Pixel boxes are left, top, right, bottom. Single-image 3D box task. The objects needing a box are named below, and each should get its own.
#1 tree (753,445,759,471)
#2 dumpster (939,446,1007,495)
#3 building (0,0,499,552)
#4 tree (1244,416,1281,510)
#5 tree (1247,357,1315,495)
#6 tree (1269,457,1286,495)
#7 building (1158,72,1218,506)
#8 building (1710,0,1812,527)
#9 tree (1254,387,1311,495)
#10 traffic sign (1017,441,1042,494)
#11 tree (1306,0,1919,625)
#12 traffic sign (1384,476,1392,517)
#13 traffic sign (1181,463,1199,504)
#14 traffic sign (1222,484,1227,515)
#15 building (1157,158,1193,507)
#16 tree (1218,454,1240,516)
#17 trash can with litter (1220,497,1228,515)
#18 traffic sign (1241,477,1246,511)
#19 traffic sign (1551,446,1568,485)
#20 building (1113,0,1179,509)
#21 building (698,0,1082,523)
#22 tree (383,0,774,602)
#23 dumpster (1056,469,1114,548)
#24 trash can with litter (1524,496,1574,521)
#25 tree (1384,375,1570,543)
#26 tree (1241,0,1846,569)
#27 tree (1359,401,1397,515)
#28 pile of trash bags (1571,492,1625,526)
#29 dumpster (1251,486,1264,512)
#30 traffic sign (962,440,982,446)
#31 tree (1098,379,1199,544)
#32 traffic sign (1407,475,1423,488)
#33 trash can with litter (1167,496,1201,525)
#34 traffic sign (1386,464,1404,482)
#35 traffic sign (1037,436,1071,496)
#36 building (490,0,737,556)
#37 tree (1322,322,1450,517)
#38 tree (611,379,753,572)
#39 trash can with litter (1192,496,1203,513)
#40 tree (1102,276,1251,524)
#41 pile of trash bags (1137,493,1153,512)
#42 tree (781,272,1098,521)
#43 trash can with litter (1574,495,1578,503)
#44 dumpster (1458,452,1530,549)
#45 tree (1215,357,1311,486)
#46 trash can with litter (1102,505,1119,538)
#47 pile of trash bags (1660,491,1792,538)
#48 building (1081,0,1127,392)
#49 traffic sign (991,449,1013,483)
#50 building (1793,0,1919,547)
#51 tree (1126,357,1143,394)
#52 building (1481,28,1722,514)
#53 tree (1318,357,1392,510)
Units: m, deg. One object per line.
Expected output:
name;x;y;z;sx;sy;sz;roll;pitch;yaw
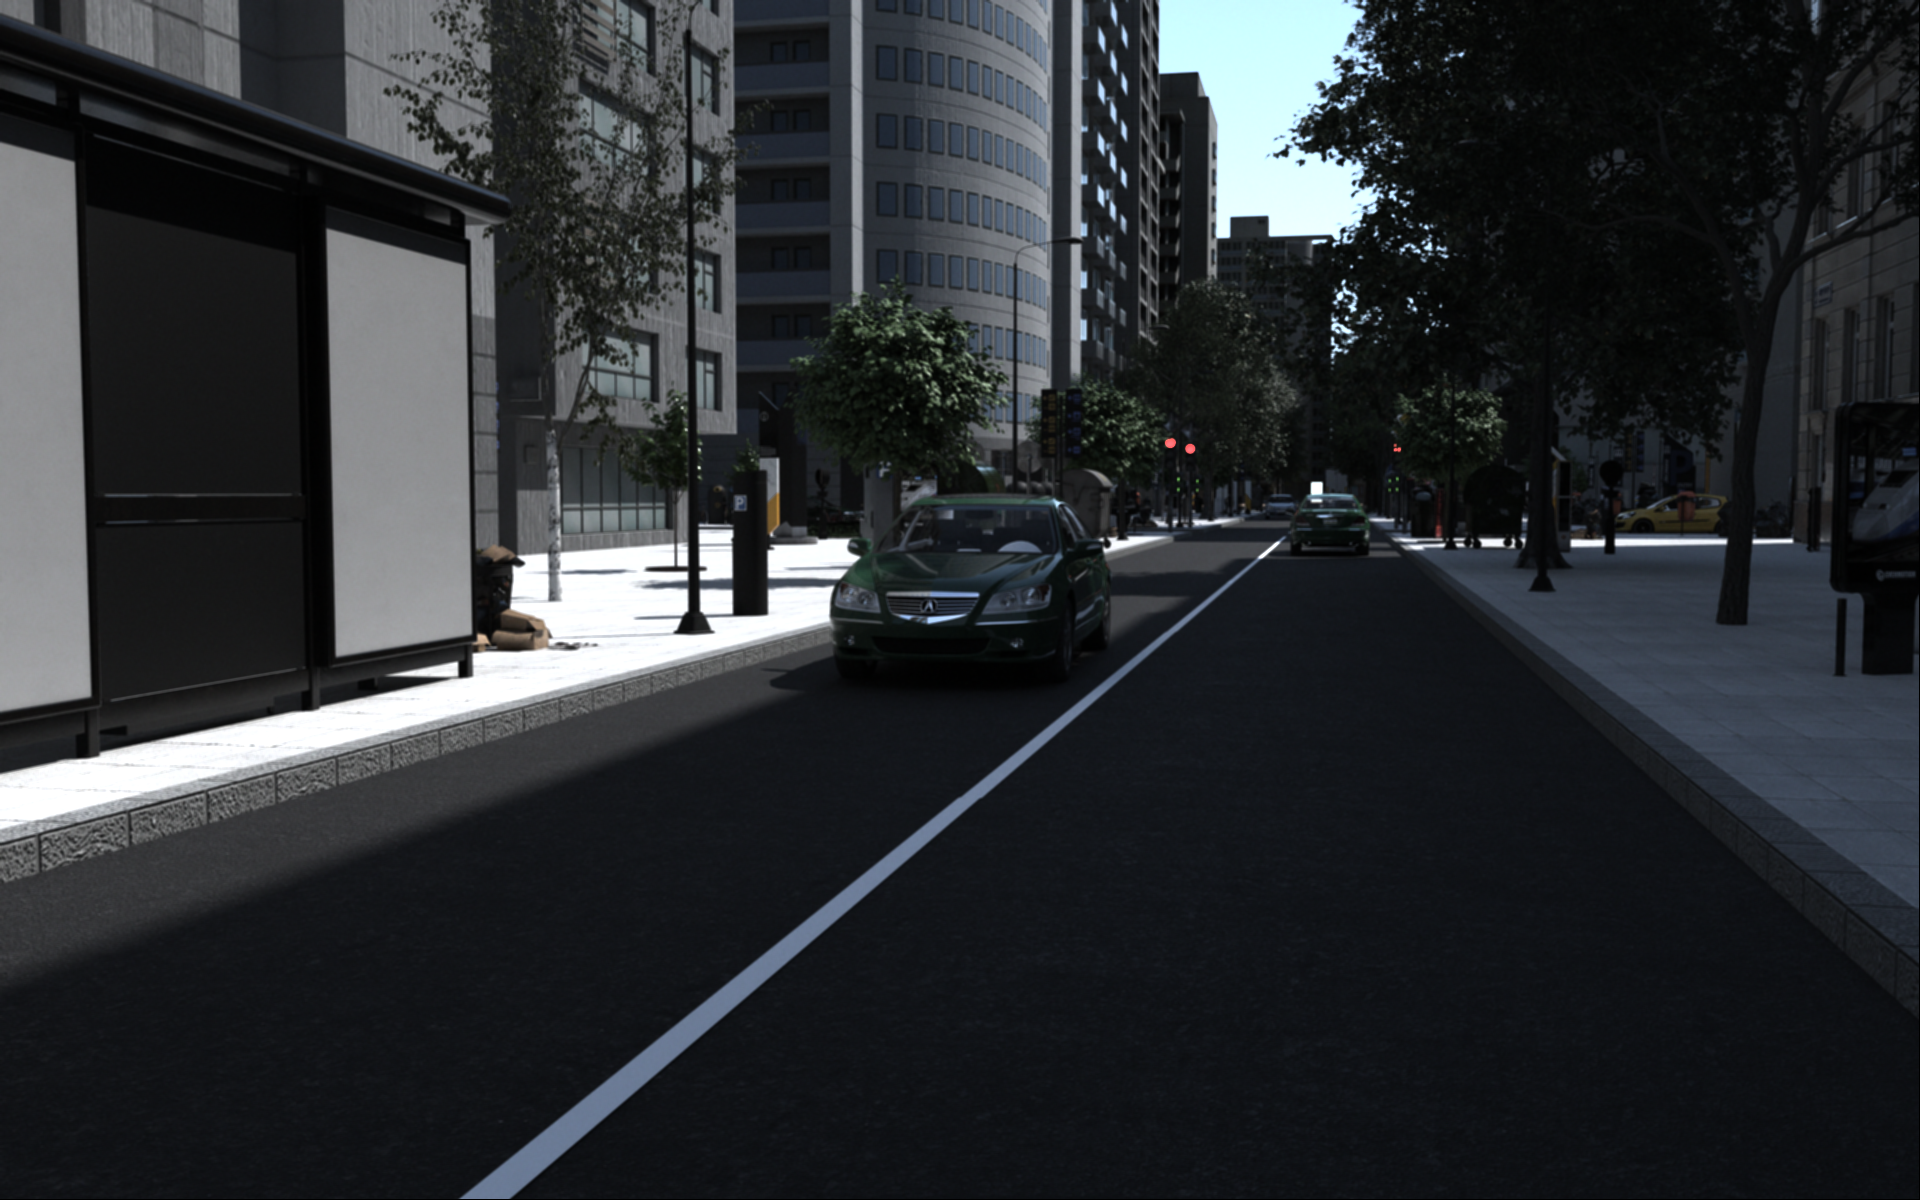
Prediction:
tree;-7.308;-3.932;58.891;1.663;3.219;1.824;0;3;0
dumpster;0.019;-1.966;34.635;1.502;2.255;1.985;1;4;12
building;-20.349;-28.842;13.574;21.231;58.520;28.212;1;4;12
tree;23.685;-11.506;138.492;4.737;8.622;4.395;0;3;0
tree;38.679;-21.987;215.375;12.611;20.169;13.585;0;3;0
tree;36.878;-15.369;201.642;4.360;8.622;3.978;0;3;0
building;18.063;-35.147;198.348;21.600;48.544;21.300;1;4;12
building;44.982;-27.570;74.466;21.600;48.544;21.300;1;4;12
tree;33.130;-16.171;182.519;7.486;12.596;7.792;0;3;0
traffic sign;1.630;-2.519;41.298;0.768;2.556;0.104;1;4;20
tree;7.506;-5.016;16.421;8.767;10.594;7.601;1;4;13
traffic sign;22.929;-5.622;92.022;0.768;2.556;0.104;1;4;17
traffic sign;9.151;-4.222;69.131;0.768;2.556;0.104;1;4;17
traffic sign;15.794;-6.356;104.033;0.768;2.556;0.104;1;4;22
building;7.170;-29.575;175.434;32.217;40.220;23.993;1;4;12
tree;14.702;-7.170;100.945;4.285;4.588;4.351;0;3;0
trash can with litter;16.586;-5.897;107.806;0.624;1.170;1.055;-2;4;-26
traffic sign;21.055;-7.805;127.713;0.768;2.556;0.104;1;4;19
traffic sign;14.151;-2.463;41.460;0.795;2.450;0.064;1;4;20
building;8.922;-43.613;151.331;20.563;71.187;20.611;1;4;12
building;-6.123;-33.462;89.099;21.231;58.520;28.212;1;4;12
tree;-4.611;-4.287;20.453;4.360;8.622;3.978;0;3;0
dumpster;2.834;-2.113;40.311;1.264;1.857;1.865;1;4;12
trash can with litter;27.393;-4.303;81.408;1.678;1.210;2.233;-1;4;-8
tree;12.815;-3.801;45.867;4.285;4.588;4.351;0;3;0
tree;9.994;-6.887;29.608;9.611;12.733;9.660;0;3;0
tree;26.664;-9.620;107.644;4.360;8.622;3.978;0;3;0
pile of trash bags;25.985;-3.691;70.101;1.912;1.369;3.447;0;4;-1
dumpster;21.075;-7.231;123.987;1.264;1.857;1.865;1;4;12
traffic sign;0.194;-2.435;39.912;0.768;2.556;0.104;1;4;16
tree;3.294;-3.759;45.175;4.285;4.588;4.351;0;3;0
traffic sign;17.270;-4.008;65.539;0.884;2.594;0.081;1;4;16
trash can with litter;9.185;-3.730;72.046;1.678;1.210;2.233;1;4;18
traffic sign;17.703;-4.296;70.353;0.768;2.556;0.104;1;4;15
traffic sign;2.056;-2.316;37.970;0.768;2.556;0.104;1;4;18
building;-13.566;-21.955;42.567;14.086;41.232;14.154;1;4;12
tree;24.365;-10.606;99.166;9.928;11.665;9.643;0;3;0
tree;-4.743;-2.112;29.135;1.663;3.219;1.824;0;3;0
trash can with litter;16.098;-6.396;115.961;1.055;1.170;0.624;-3;4;-38
tree;9.270;-8.560;74.364;7.601;10.594;8.767;3;5;42
pile of trash bags;12.528;-6.853;121.803;1.912;1.369;3.447;0;4;1
tree;-0.906;-2.564;25.638;4.285;4.588;4.351;0;3;0
trash can with litter;32.420;-4.931;91.682;1.678;1.210;2.233;1;4;22
dumpster;12.657;-2.363;41.126;1.502;2.255;1.985;1;4;12
tree;27.082;-15.358;157.751;9.857;13.997;8.962;0;3;0
trash can with litter;4.227;-2.427;51.068;0.624;1.170;1.055;2;4;32
pile of trash bags;23.200;-2.586;52.040;1.912;1.369;3.447;-3;5;-43
building;0.092;-30.983;126.174;23.786;49.044;30.456;1;4;12
traffic sign;0.981;-2.260;39.073;0.606;2.300;0.079;1;4;20
building;24.800;-14.332;31.599;12.463;27.353;25.104;1;4;12
tree;12.726;-10.535;89.249;9.611;12.733;9.660;0;3;0
building;50.883;-32.355;118.241;28.713;52.752;27.495;1;4;12
tree;33.949;-14.424;142.480;9.857;13.997;8.962;0;3;0
